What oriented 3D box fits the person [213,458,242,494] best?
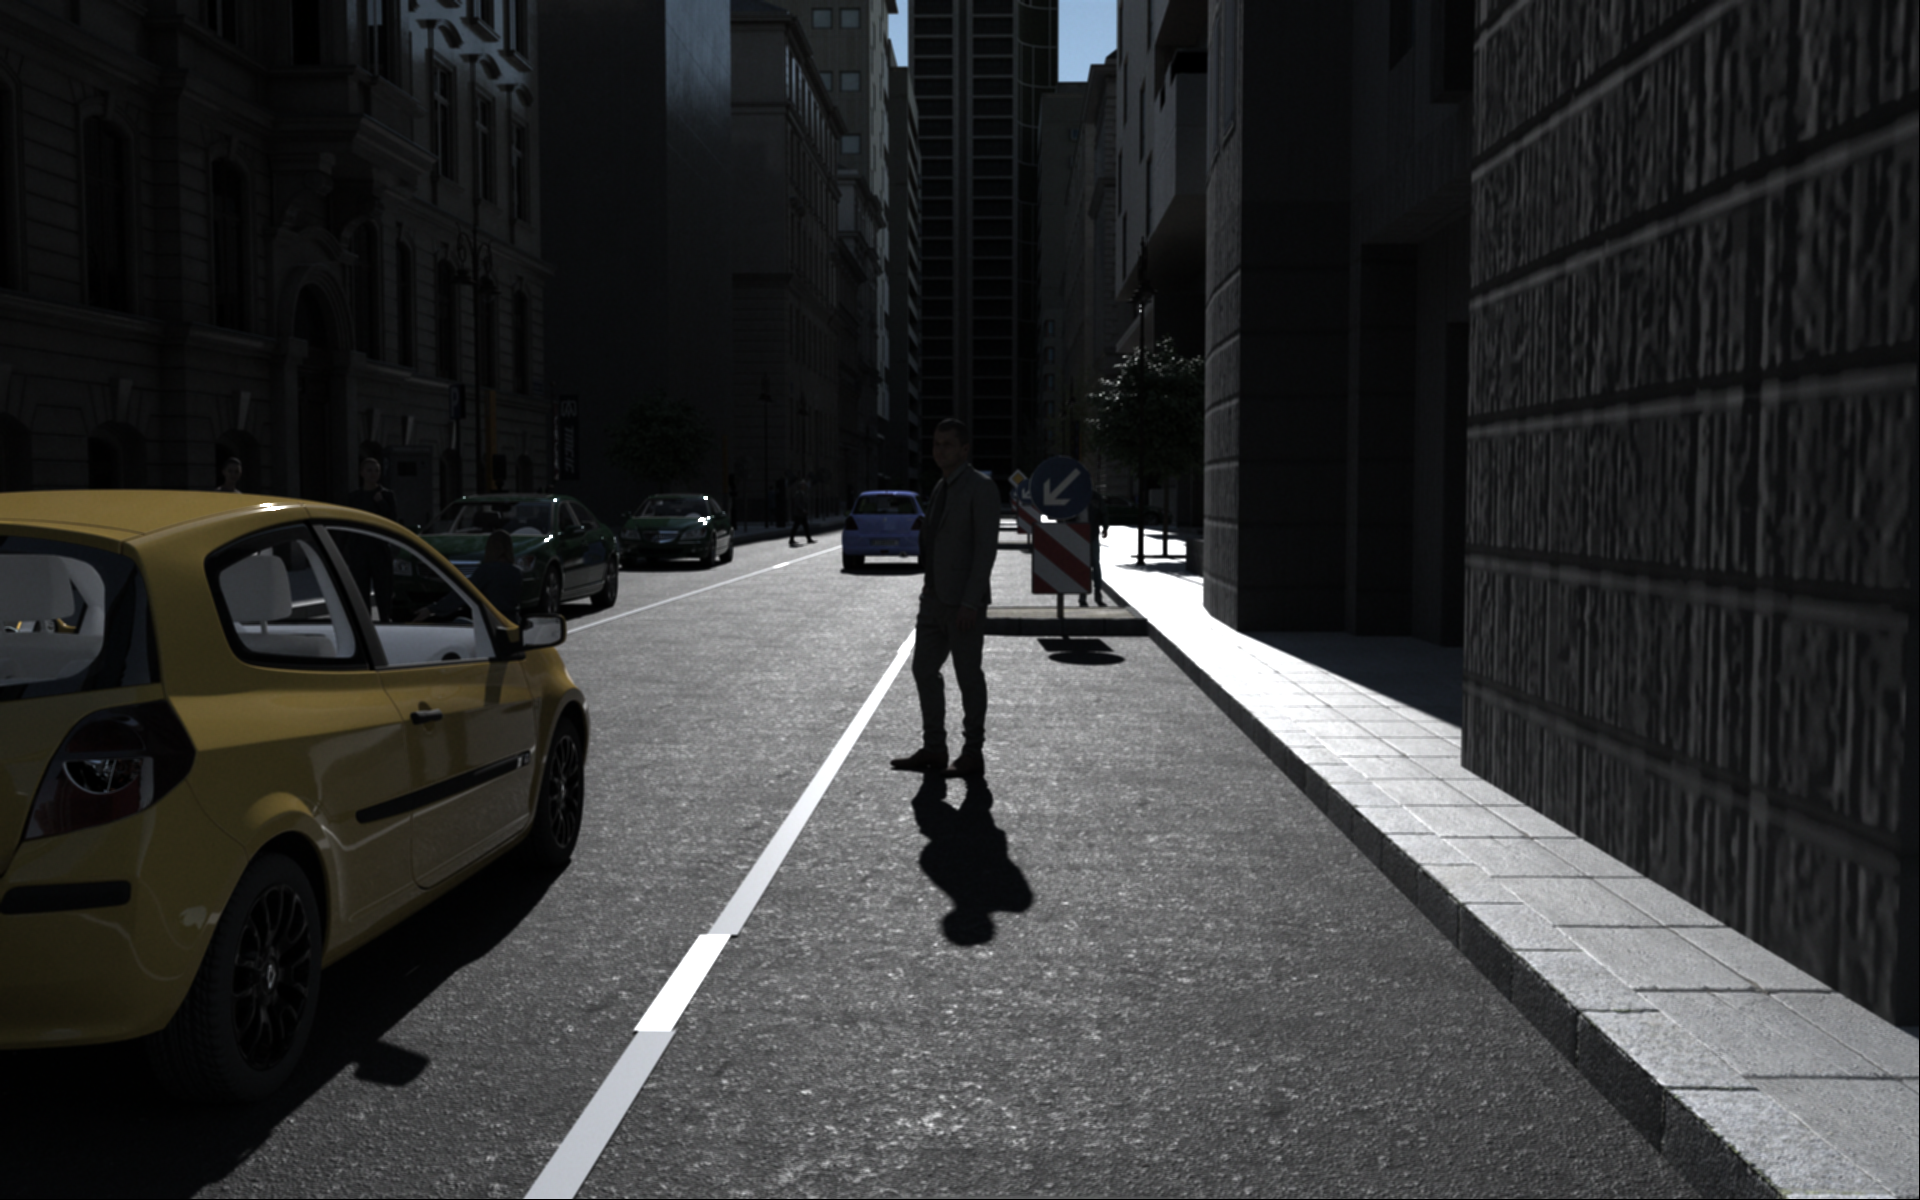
[{"bbox_3d":[-7.045,-0.484,16.747,0.374,1.781,0.599,1,4,13],"label":"person"}]

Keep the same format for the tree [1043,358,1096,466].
[{"bbox_3d":[6.384,-8.827,94.684,4.737,8.622,4.395,0,3,0],"label":"tree"}]

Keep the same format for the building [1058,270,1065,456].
[{"bbox_3d":[13.156,-17.876,141.419,9.793,20.994,18.267,0,4,2],"label":"building"}]

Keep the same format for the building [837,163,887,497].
[{"bbox_3d":[-13.282,-21.144,133.087,14.401,28.519,23.554,0,4,2],"label":"building"}]

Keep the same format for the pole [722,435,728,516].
[{"bbox_3d":[-8.097,-4.033,59.781,0.158,3.312,0.155,0,3,0],"label":"pole"}]

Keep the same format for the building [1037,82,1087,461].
[{"bbox_3d":[19.826,-35.285,200.609,21.300,48.544,21.600,0,4,2],"label":"building"}]

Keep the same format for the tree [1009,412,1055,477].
[{"bbox_3d":[6.494,-12.487,154.523,4.360,8.622,3.978,0,3,0],"label":"tree"}]

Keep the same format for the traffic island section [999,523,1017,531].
[{"bbox_3d":[2.312,-2.819,68.379,2.009,0.180,2.903,0,4,2],"label":"traffic island section"}]

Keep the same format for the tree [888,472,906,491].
[{"bbox_3d":[-5.591,-9.642,152.250,1.663,3.219,1.824,0,3,0],"label":"tree"}]

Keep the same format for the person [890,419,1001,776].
[{"bbox_3d":[-0.028,-0.018,8.901,0.391,1.810,0.635,-3,4,-39],"label":"person"}]

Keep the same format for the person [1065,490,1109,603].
[{"bbox_3d":[1.646,-0.859,22.895,0.623,1.781,0.721,0,4,-1],"label":"person"}]

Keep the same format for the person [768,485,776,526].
[{"bbox_3d":[-7.866,-3.932,72.974,0.721,1.800,0.419,0,4,3],"label":"person"}]

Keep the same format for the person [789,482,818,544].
[{"bbox_3d":[-4.496,-2.494,49.680,0.834,1.777,0.661,0,4,-5],"label":"person"}]

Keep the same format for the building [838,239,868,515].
[{"bbox_3d":[-11.974,-15.127,111.952,10.561,19.102,19.286,0,4,2],"label":"building"}]

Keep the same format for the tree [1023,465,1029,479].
[{"bbox_3d":[7.099,-10.774,159.873,4.285,4.588,4.351,0,3,0],"label":"tree"}]

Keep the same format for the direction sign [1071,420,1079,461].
[{"bbox_3d":[3.540,-3.755,53.395,0.379,3.537,0.876,-1,4,-12],"label":"direction sign"}]

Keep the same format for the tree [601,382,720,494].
[{"bbox_3d":[-8.668,-4.079,50.403,4.285,4.588,4.351,0,3,0],"label":"tree"}]

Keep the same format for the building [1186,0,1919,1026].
[{"bbox_3d":[13.122,-28.995,16.070,21.231,58.520,28.212,0,4,2],"label":"building"}]

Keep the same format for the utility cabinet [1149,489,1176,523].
[{"bbox_3d":[8.918,-4.139,76.352,1.173,1.500,0.318,-1,4,-19],"label":"utility cabinet"}]

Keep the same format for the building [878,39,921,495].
[{"bbox_3d":[-15.720,-34.605,189.500,21.300,48.544,21.600,0,4,2],"label":"building"}]

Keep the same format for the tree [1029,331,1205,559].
[{"bbox_3d":[4.193,-3.130,34.896,4.285,4.588,4.351,0,3,0],"label":"tree"}]

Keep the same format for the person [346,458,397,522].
[{"bbox_3d":[-5.684,-0.473,16.662,0.576,1.772,0.534,-2,4,-26],"label":"person"}]

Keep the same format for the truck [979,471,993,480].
[{"bbox_3d":[2.573,-12.476,193.748,2.967,4.110,18.799,0,4,1],"label":"truck"}]

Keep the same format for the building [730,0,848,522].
[{"bbox_3d":[-13.080,-17.878,89.569,12.463,27.353,25.104,0,4,2],"label":"building"}]

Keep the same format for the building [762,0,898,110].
[{"bbox_3d":[-20.904,-35.215,165.003,28.713,52.752,27.495,0,4,2],"label":"building"}]

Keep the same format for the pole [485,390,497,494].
[{"bbox_3d":[-9.243,-2.467,34.173,0.158,3.312,0.155,0,3,0],"label":"pole"}]

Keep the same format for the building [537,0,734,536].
[{"bbox_3d":[-23.651,-14.747,60.186,30.058,24.678,14.314,0,4,2],"label":"building"}]

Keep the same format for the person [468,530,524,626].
[{"bbox_3d":[-3.808,0.019,13.693,1.012,1.151,0.738,-3,5,-41],"label":"person"}]

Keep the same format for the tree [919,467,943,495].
[{"bbox_3d":[-3.455,-13.743,208.415,4.285,4.588,4.351,0,3,0],"label":"tree"}]

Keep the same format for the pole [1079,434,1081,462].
[{"bbox_3d":[3.982,-3.952,58.458,0.158,3.312,0.155,0,3,0],"label":"pole"}]

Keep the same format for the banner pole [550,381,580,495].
[{"bbox_3d":[-8.802,-2.961,38.430,0.863,3.779,0.401,1,4,15],"label":"banner pole"}]

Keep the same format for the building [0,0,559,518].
[{"bbox_3d":[-16.802,-12.881,29.696,14.460,24.649,34.723,0,4,2],"label":"building"}]

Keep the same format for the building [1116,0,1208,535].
[{"bbox_3d":[18.979,-28.296,51.886,28.713,52.752,27.495,0,4,2],"label":"building"}]

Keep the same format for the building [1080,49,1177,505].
[{"bbox_3d":[15.851,-15.460,81.650,19.941,23.489,11.050,0,4,2],"label":"building"}]

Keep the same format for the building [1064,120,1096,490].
[{"bbox_3d":[17.132,-18.988,114.975,19.350,26.468,34.151,0,4,2],"label":"building"}]

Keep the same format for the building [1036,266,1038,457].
[{"bbox_3d":[16.597,-27.362,219.076,14.160,30.474,14.107,0,4,2],"label":"building"}]
